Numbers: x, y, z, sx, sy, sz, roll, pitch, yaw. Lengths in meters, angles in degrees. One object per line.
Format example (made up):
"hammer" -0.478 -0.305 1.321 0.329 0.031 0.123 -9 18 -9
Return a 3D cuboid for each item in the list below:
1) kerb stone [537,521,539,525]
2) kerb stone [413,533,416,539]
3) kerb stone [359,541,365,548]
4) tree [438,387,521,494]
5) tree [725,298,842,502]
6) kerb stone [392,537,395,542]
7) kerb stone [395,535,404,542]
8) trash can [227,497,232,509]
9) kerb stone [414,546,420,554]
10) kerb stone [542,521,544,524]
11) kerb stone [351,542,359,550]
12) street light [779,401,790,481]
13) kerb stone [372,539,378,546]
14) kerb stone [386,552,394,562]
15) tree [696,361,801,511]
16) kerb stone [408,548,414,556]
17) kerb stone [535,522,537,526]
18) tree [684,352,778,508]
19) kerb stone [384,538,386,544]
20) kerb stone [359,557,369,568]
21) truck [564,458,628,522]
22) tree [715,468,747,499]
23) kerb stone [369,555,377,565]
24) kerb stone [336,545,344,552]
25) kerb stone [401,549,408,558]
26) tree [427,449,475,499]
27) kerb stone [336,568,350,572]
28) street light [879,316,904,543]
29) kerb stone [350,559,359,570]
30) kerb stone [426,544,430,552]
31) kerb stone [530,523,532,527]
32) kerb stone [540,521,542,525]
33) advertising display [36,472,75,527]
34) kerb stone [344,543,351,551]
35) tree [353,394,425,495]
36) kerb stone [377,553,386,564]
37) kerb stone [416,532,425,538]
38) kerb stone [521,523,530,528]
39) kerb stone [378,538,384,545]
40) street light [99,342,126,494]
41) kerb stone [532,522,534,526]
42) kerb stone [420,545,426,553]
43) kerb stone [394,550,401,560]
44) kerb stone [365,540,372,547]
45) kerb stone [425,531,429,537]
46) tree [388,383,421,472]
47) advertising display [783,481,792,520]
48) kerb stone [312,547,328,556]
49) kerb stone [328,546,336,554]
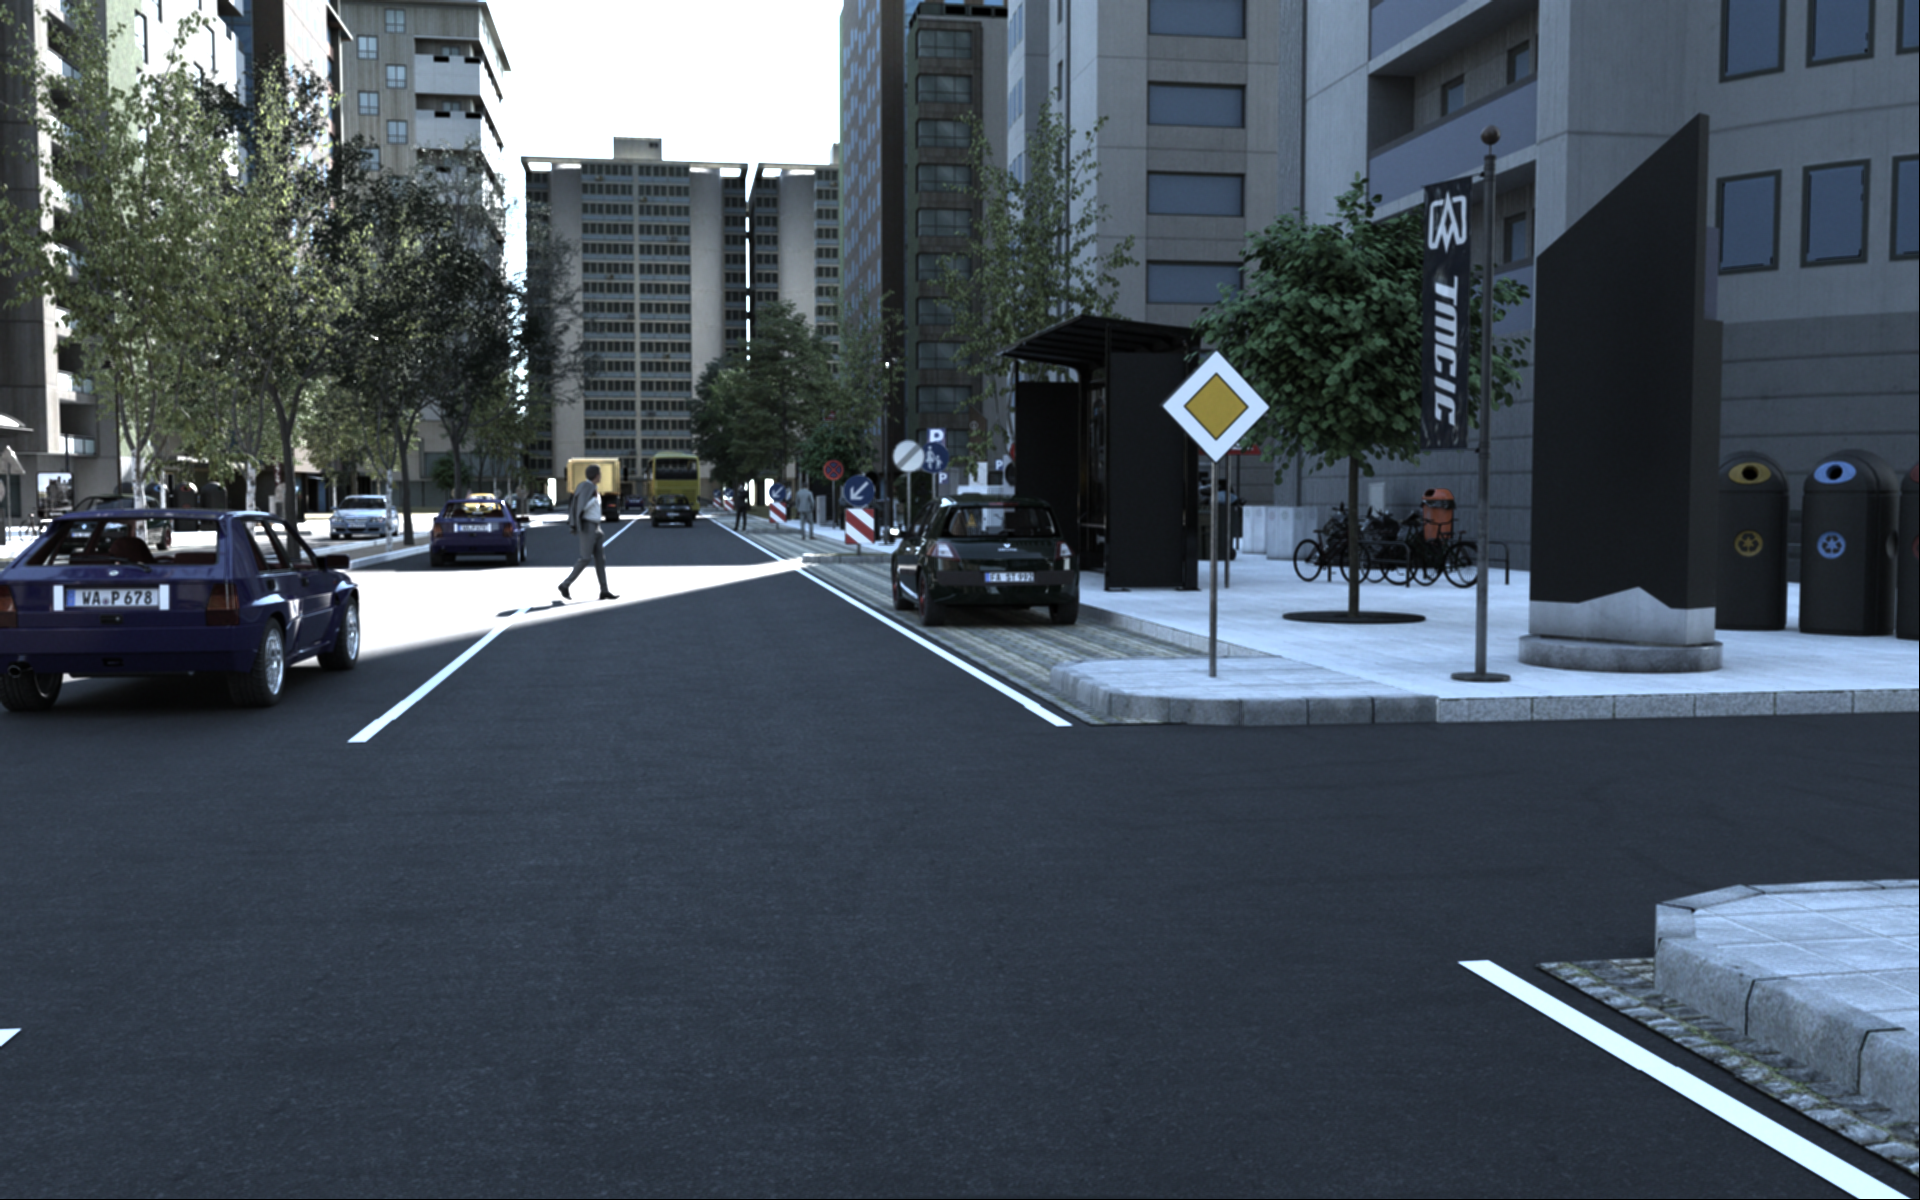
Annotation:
"kerb stone" -19.263 -3.434 78.349 0.120 0.150 1.000 -1 4 -10
"kerb stone" -17.395 -1.985 54.655 0.120 0.150 1.000 -1 4 -10
"kerb stone" -15.862 -1.430 45.568 0.120 0.150 1.000 -1 4 -10
"tree" -42.415 -13.912 153.223 9.928 11.665 9.643 0 3 0
"tree" -10.154 -11.187 101.041 7.486 12.596 7.792 0 3 0
"kerb stone" -16.714 -1.737 50.613 0.120 0.150 1.000 -1 4 -10
"kerb stone" -17.056 -1.854 52.630 0.120 0.150 1.000 -1 4 -10
"trash can" -31.334 -3.790 73.620 0.748 1.137 0.748 0 3 0
"kerb stone" -12.952 -1.146 40.926 0.120 0.150 1.000 -1 4 -10
"kerb stone" -19.776 -3.614 81.378 0.120 0.150 1.000 -1 4 -10
"kerb stone" -15.691 -1.368 44.560 0.120 0.150 1.000 -1 4 -10
"street light" -8.705 -6.933 86.135 0.468 5.910 1.993 -1 4 -10
"kerb stone" -16.209 -1.546 47.586 0.120 0.150 1.000 -1 4 -10
"kerb stone" -12.261 -0.899 36.890 0.120 0.150 1.000 -1 4 -10
"tree" -15.922 -12.576 131.365 9.928 11.665 9.643 0 3 0
"kerb stone" -12.780 -1.084 39.915 0.120 0.150 1.000 -1 4 -10
"kerb stone" -19.092 -3.373 77.341 0.120 0.150 1.000 -1 4 -10
"tree" -20.043 -15.163 154.567 9.857 13.997 8.962 0 3 0
"kerb stone" -16.544 -1.676 49.603 0.120 0.150 1.000 -1 4 -10
"kerb stone" -11.746 -0.711 33.854 0.120 0.150 1.000 -1 4 -10
"truck" -19.478 -5.905 92.469 3.469 3.379 9.791 -1 4 -11
"tree" -21.483 -10.988 163.363 4.285 4.588 4.351 0 3 0
"kerb stone" -11.931 -0.773 34.863 0.120 0.150 1.000 -1 4 -10
"kerb stone" -15.351 -1.244 42.541 0.120 0.150 1.000 -1 4 -10
"kerb stone" -12.604 -1.022 38.908 0.120 0.150 1.000 -1 4 -10
"tree" -37.033 -8.685 125.711 4.285 4.588 4.351 0 3 0
"kerb stone" -11.413 -0.588 31.821 0.120 0.150 1.000 -1 4 -10
"street light" -1.791 -4.428 45.180 0.468 5.910 1.993 -1 4 -10
"kerb stone" -11.584 -0.647 32.832 0.120 0.150 1.000 -1 4 -10
"kerb stone" -13.283 -1.262 42.958 0.120 0.150 1.000 -1 4 -10
"kerb stone" -18.585 -3.186 74.307 0.120 0.150 1.000 -1 4 -10
"kerb stone" -19.601 -3.558 80.371 0.120 0.150 1.000 -1 4 -10
"advertising display" -26.077 -2.737 49.958 0.974 1.923 0.123 -1 4 -12
"kerb stone" -15.521 -1.303 43.550 0.120 0.150 1.000 -1 4 -10
"tree" -33.672 -9.204 100.851 4.737 8.622 4.395 0 3 0
"kerb stone" -12.095 -0.836 35.879 0.120 0.150 1.000 -1 4 -10
"kerb stone" -17.726 -2.109 56.685 0.120 0.150 1.000 -1 4 -10
"kerb stone" -18.410 -3.121 73.300 0.120 0.150 1.000 -1 4 -10
"kerb stone" -16.367 -1.615 48.595 0.120 0.150 1.000 -1 4 -10
"street light" -24.095 -4.696 49.571 0.468 5.910 1.993 -1 4 -10
"kerb stone" -18.750 -3.250 75.325 0.120 0.150 1.000 -1 4 -10
"kerb stone" -13.117 -1.207 41.948 0.120 0.150 1.000 -1 4 -10
"kerb stone" -12.437 -0.960 37.899 0.120 0.150 1.000 -1 4 -10
"kerb stone" -16.032 -1.491 46.576 0.120 0.150 1.000 -1 4 -10
"kerb stone" -17.906 -2.171 57.704 0.120 0.150 1.000 -1 4 -10
"tree" -33.081 -10.697 93.020 7.486 12.596 7.792 0 3 0
"advertising display" -8.409 -4.844 84.406 0.123 1.923 0.974 1 4 13
"kerb stone" -15.008 -1.121 40.525 0.120 0.150 1.000 -1 4 -10
"kerb stone" -15.179 -1.180 41.533 0.120 0.150 1.000 -1 4 -10
